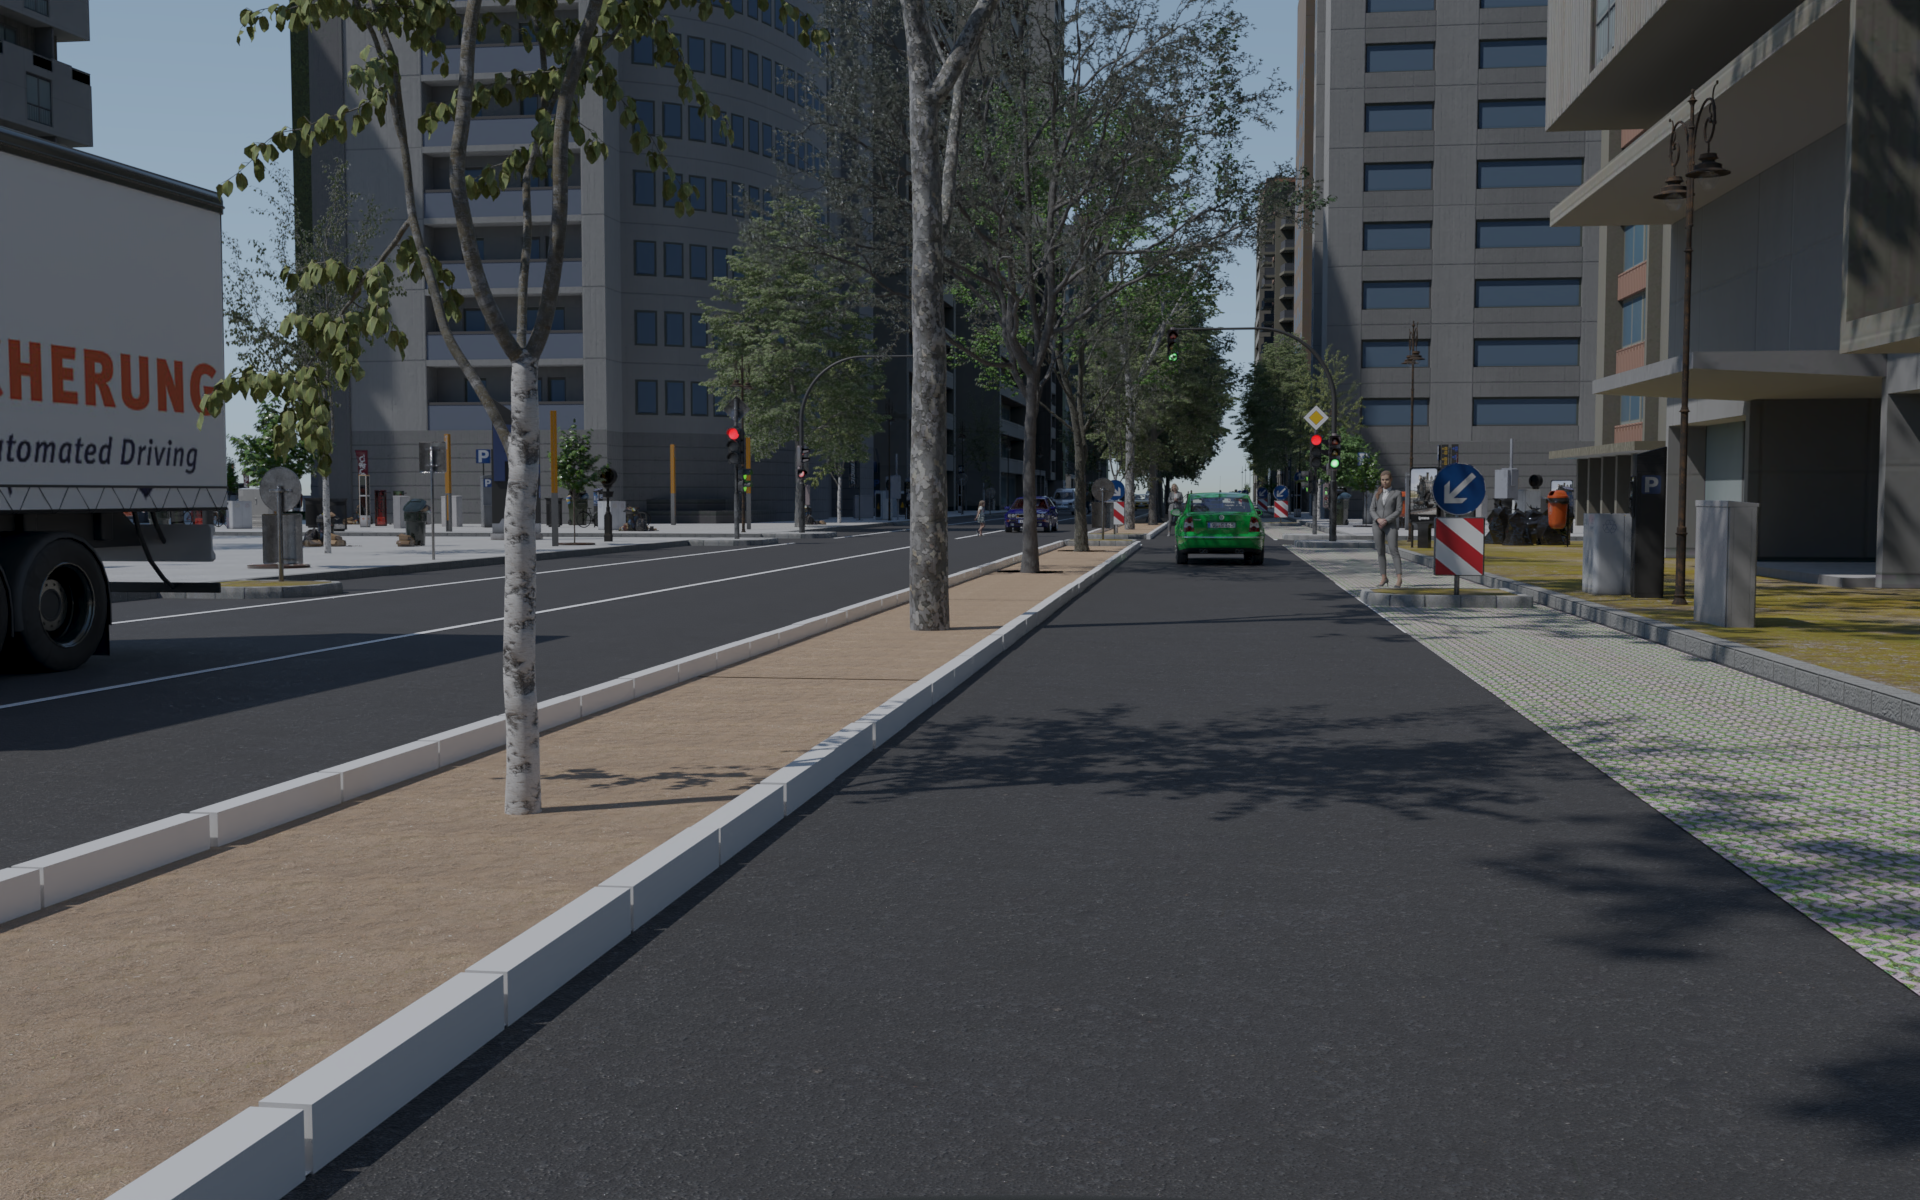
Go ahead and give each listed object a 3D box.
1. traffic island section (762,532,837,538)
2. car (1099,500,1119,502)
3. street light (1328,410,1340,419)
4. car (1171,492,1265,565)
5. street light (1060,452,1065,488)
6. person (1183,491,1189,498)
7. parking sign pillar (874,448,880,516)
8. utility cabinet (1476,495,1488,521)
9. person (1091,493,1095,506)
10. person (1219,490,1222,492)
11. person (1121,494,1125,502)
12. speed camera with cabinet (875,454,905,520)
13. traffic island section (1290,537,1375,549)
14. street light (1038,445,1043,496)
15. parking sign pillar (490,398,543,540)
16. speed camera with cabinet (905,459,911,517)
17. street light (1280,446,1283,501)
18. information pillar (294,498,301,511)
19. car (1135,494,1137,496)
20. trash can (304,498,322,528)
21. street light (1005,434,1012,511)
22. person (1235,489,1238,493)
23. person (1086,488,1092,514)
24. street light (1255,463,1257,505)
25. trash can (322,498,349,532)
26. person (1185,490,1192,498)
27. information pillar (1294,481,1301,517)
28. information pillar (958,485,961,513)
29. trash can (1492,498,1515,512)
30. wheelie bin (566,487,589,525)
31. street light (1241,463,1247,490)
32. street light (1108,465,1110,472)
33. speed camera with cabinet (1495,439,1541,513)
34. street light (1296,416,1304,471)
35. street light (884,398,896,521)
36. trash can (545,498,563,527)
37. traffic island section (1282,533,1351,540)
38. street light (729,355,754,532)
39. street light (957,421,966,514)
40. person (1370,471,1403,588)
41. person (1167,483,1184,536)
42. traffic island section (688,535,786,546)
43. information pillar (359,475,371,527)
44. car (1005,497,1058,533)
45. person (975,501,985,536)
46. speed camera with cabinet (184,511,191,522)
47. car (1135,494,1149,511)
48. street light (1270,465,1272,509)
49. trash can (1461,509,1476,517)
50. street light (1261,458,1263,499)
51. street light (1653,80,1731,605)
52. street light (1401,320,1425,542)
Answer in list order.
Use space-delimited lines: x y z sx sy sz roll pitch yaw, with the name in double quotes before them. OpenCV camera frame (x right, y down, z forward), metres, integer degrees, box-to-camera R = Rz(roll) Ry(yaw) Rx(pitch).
"traffic island section" -5.245 -2.144 57.339 2.009 0.180 2.903 1 4 8
"car" 15.400 -10.170 178.634 2.083 1.381 4.827 1 4 10
"street light" 16.590 -6.374 77.008 0.468 5.910 1.993 1 4 8
"car" 5.449 -1.703 36.644 1.959 1.807 4.718 0 4 6
"street light" 10.918 -12.927 184.136 0.468 5.910 1.993 1 4 8
"person" 24.139 -10.660 183.316 1.217 1.766 0.721 1 4 20
"parking sign pillar" -4.970 -6.919 101.601 1.447 3.967 1.447 -1 4 -10
"utility cabinet" 25.215 -4.438 83.729 0.306 1.237 1.020 2 4 31
"person" 15.573 -11.921 203.043 1.348 1.869 0.705 1 4 10
"person" 23.912 -9.204 159.004 0.705 1.821 1.348 0 4 -4
"person" 9.686 -5.732 102.028 0.655 1.846 0.447 -2 4 -32
"speed camera with cabinet" -3.590 -5.607 86.013 0.660 3.252 2.038 -2 4 -25
"traffic island section" 10.137 -1.515 47.058 2.009 0.180 2.903 1 4 8
"street light" 7.349 -11.373 158.730 0.468 5.910 1.993 1 4 8
"parking sign pillar" -12.472 -3.680 48.642 1.447 3.967 1.447 0 4 -7
"speed camera with cabinet" -3.059 -6.254 96.584 0.660 3.252 2.038 3 4 38
"street light" 23.964 -9.529 128.592 0.468 5.910 1.993 1 4 8
"information pillar" -38.942 -5.947 101.733 0.304 2.012 0.304 -3 5 -43
"car" 20.382 -12.048 205.785 1.959 1.807 4.718 1 4 9
"trash can" -24.529 -3.309 65.750 0.748 1.137 0.748 0 3 0
"street light" 3.717 -9.830 133.509 0.468 5.910 1.993 1 4 8
"person" 20.392 -7.266 127.568 0.850 1.792 0.678 -1 4 -10
"person" 9.231 -7.120 124.826 0.656 1.842 0.836 2 4 26
"street light" 34.780 -14.137 203.934 0.468 5.910 1.993 1 4 8
"trash can" -21.319 -2.915 59.319 0.748 1.137 0.748 0 3 0
"person" 22.935 -9.990 171.806 1.348 1.831 0.705 1 4 22
"information pillar" 18.661 -5.578 95.698 0.304 2.012 0.304 -1 4 -15
"information pillar" 0.034 -6.880 116.980 0.304 2.012 0.304 1 4 12
"trash can" 19.071 -3.007 60.812 0.748 1.137 0.748 0 3 0
"wheelie bin" -15.622 -3.857 70.963 0.693 1.594 0.980 3 5 44
"street light" 43.023 -17.632 261.068 0.468 5.910 1.993 1 4 8
"street light" 22.929 -17.954 266.339 0.468 5.910 1.993 1 4 8
"speed camera with cabinet" 20.121 -4.167 62.462 2.038 3.252 0.660 -3 4 -38
"street light" 20.207 -7.963 102.980 0.468 5.910 1.993 1 4 8
"street light" -3.402 -6.762 83.338 0.468 5.910 1.993 1 4 8
"trash can" -15.745 -3.397 67.189 0.748 1.137 0.748 0 3 0
"traffic island section" 11.276 -1.999 54.962 2.009 0.180 2.903 1 4 8
"street light" -7.239 -5.196 57.737 0.468 5.910 1.993 1 4 8
"street light" 0.165 -8.333 109.025 0.468 5.910 1.993 1 4 8
"person" 6.525 -1.086 26.528 0.520 1.790 0.573 1 4 17
"person" 7.339 -3.073 58.925 0.537 1.800 0.526 1 4 16
"traffic island section" -6.384 -1.661 49.435 2.009 0.180 2.903 1 4 8
"information pillar" -22.914 -3.803 66.669 0.304 2.012 0.304 0 4 7
"car" 2.723 -3.254 65.789 1.945 1.354 3.894 1 4 9
"person" 0.674 -2.776 58.906 0.382 1.210 0.505 0 4 -4
"speed camera with cabinet" -35.703 -5.296 80.926 0.660 3.252 2.038 0 4 1
"car" 15.748 -8.490 149.037 2.015 1.641 3.980 1 4 10
"street light" 27.514 -11.022 153.001 0.468 5.910 1.993 1 4 8
"trash can" 16.880 -2.819 57.747 0.748 1.137 0.748 0 3 0
"street light" 31.180 -12.595 178.708 0.468 5.910 1.993 1 4 8
"street light" 8.360 -2.884 19.937 0.468 5.910 1.993 1 4 8
"street light" 12.080 -4.496 46.298 0.468 5.910 1.993 1 4 8
